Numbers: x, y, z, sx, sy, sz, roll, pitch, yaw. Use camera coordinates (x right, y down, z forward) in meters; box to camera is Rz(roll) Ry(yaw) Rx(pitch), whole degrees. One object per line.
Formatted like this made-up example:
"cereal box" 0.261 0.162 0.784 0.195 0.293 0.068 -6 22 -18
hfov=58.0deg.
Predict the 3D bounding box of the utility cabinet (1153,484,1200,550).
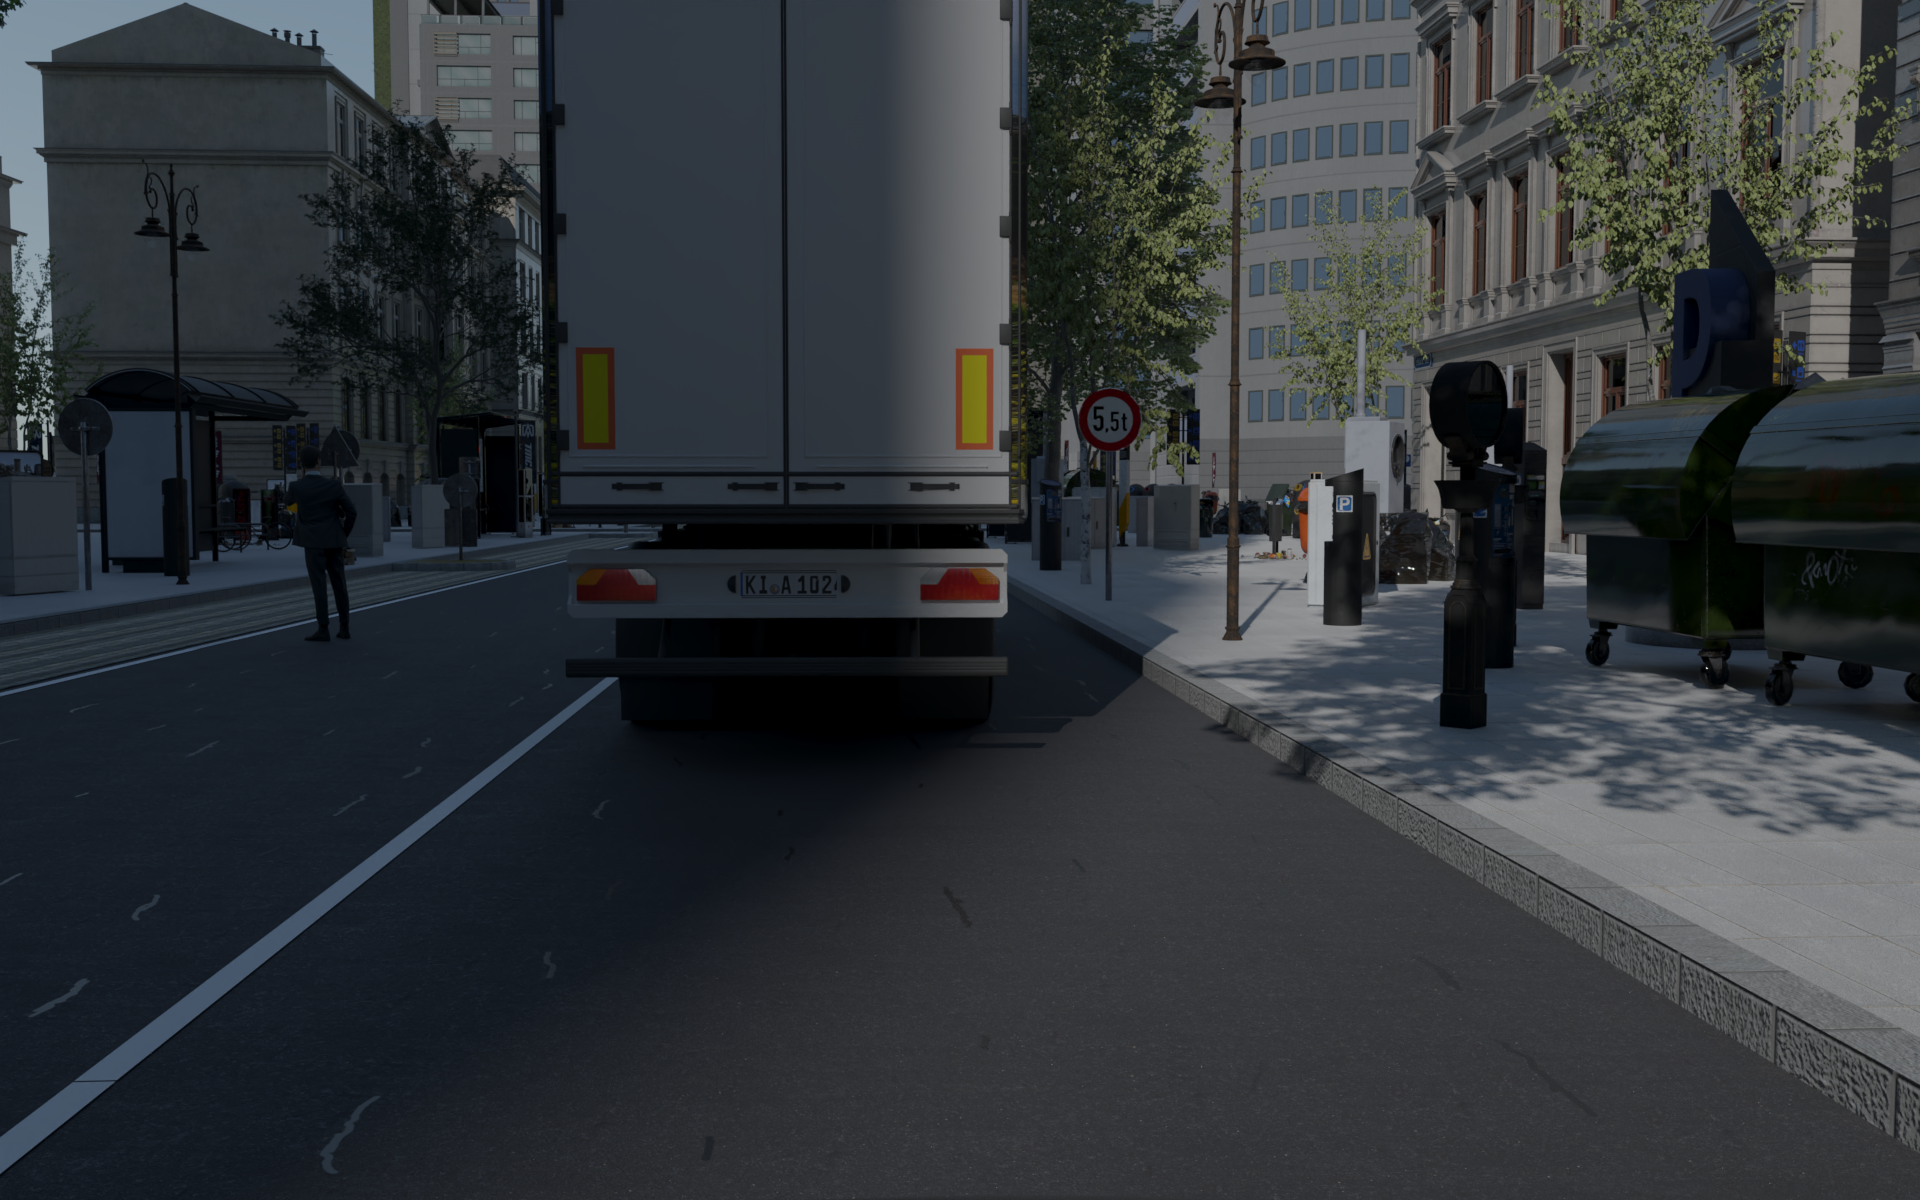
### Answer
"utility cabinet" 4.947 -1.896 39.673 0.318 1.500 1.173 -3 4 -39

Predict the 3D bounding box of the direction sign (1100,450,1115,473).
"direction sign" 6.270 -4.994 73.645 0.876 3.537 0.379 -3 5 -41

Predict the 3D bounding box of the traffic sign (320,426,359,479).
"traffic sign" -12.009 -2.038 33.326 0.884 2.594 0.081 0 4 -1

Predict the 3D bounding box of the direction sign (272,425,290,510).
"direction sign" -22.256 -3.983 57.121 0.379 3.537 0.876 2 4 32

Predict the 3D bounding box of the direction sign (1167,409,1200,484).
"direction sign" 5.947 -3.315 46.193 0.876 3.537 0.379 1 4 9

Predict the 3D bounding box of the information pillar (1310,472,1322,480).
"information pillar" 11.995 -3.298 58.413 0.304 2.012 0.304 -1 4 -17

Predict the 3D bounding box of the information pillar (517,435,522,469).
"information pillar" -16.450 -4.505 65.007 0.504 3.616 0.183 -3 5 -40

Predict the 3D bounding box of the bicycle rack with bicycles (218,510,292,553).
"bicycle rack with bicycles" -16.844 -1.558 38.851 2.925 0.926 2.852 0 4 -2

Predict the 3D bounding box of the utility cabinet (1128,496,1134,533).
"utility cabinet" 5.994 -2.797 56.894 1.020 1.237 0.306 3 5 44

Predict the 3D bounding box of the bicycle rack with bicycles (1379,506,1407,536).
"bicycle rack with bicycles" 13.197 -2.361 51.986 2.925 0.926 2.852 3 5 45

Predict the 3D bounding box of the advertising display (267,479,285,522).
"advertising display" -29.017 -4.194 73.786 0.974 1.923 0.123 0 4 0

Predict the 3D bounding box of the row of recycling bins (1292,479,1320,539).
"row of recycling bins" 10.029 -2.543 48.690 1.069 1.692 3.534 0 4 3

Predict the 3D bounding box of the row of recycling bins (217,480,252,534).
"row of recycling bins" -22.417 -2.792 52.770 1.069 1.692 3.534 -2 4 -33

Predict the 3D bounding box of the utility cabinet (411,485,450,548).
"utility cabinet" -12.605 -1.990 41.218 0.318 1.500 1.173 1 4 15

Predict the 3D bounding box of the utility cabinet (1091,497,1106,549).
"utility cabinet" 2.978 -1.796 40.526 1.020 1.237 0.306 -3 5 -43

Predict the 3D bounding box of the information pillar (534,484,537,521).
"information pillar" -20.419 -5.605 82.988 0.183 3.616 0.504 -2 4 -31

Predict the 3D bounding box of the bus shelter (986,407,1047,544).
"bus shelter" 1.464 -3.445 47.607 1.731 3.624 6.357 0 4 -4

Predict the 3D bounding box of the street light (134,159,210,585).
"street light" -11.024 -3.156 24.382 0.468 5.910 1.993 0 4 -4

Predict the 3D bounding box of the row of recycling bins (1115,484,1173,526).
"row of recycling bins" 7.310 -3.788 69.050 3.534 1.692 1.069 3 5 41

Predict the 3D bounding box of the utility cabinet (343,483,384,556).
"utility cabinet" -12.365 -1.637 35.451 1.173 1.500 0.318 2 4 27

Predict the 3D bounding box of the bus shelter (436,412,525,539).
"bus shelter" -14.420 -3.744 52.489 1.731 3.624 6.357 0 4 -3

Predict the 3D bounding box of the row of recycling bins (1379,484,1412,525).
"row of recycling bins" 18.260 -3.807 69.361 3.534 1.692 1.069 0 4 -6

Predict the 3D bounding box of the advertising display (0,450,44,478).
"advertising display" -13.827 -1.221 25.180 0.123 1.923 0.974 3 5 40

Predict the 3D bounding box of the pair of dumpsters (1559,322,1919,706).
"pair of dumpsters" 5.434 -0.515 10.913 1.574 2.255 4.437 0 4 -4

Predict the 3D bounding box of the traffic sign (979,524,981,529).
"traffic sign" 0.627 -3.328 54.511 0.768 2.556 0.104 0 4 3

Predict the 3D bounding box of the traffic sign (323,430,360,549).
"traffic sign" -12.333 -2.106 34.535 0.768 2.556 0.104 0 4 4

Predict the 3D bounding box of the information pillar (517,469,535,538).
"information pillar" -12.744 -2.830 50.764 0.304 2.012 0.304 3 4 36

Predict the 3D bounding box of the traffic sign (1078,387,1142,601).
"traffic sign" 1.792 -1.265 20.795 0.768 2.556 0.104 0 4 -2

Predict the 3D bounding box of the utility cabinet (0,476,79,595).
"utility cabinet" -11.894 -0.832 22.274 0.318 1.500 1.173 1 4 11

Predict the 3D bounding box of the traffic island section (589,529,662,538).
"traffic island section" -11.115 -2.155 57.514 2.009 0.180 2.903 0 4 -4

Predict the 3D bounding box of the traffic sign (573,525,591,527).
"traffic sign" -14.892 -4.540 68.099 2.265 3.308 0.079 0 4 3

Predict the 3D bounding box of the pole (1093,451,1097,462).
"pole" 6.371 -5.390 81.963 0.158 3.312 0.155 0 3 0

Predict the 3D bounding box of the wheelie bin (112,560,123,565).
"wheelie bin" -15.062 -1.436 31.389 0.693 1.594 0.980 0 4 4

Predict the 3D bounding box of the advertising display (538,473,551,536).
"advertising display" -12.834 -2.962 53.635 0.123 1.923 0.974 0 4 5

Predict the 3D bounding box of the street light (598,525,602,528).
"street light" -13.676 -5.678 65.615 0.468 5.910 1.993 0 4 -4

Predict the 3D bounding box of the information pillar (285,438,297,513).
"information pillar" -27.432 -4.868 70.950 0.504 3.616 0.183 0 4 6

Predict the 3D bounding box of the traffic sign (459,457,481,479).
"traffic sign" -13.457 -2.781 47.597 0.606 2.300 0.079 0 4 3

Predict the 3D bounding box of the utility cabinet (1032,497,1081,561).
"utility cabinet" 1.897 -1.365 33.477 1.020 1.237 0.306 0 4 3

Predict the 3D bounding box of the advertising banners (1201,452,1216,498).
"advertising banners" 10.595 -4.746 73.777 0.090 3.025 2.074 0 4 -7

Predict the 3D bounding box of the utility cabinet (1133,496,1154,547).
"utility cabinet" 4.586 -1.937 42.831 0.306 1.237 1.020 1 4 16

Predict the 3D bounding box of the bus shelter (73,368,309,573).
"bus shelter" -13.356 -2.243 30.592 2.014 3.302 5.546 0 4 -4

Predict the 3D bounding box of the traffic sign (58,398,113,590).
"traffic sign" -11.642 -1.404 23.063 0.768 2.556 0.104 0 4 5

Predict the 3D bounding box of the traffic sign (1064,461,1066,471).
"traffic sign" 2.943 -3.106 52.918 0.606 2.300 0.079 0 4 4

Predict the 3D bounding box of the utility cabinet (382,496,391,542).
"utility cabinet" -15.847 -2.164 46.535 1.020 1.237 0.306 -1 4 -10

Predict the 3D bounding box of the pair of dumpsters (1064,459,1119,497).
"pair of dumpsters" 3.447 -2.839 48.916 1.574 2.255 4.437 0 4 -3

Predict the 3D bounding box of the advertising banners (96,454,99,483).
"advertising banners" -21.264 -2.923 43.974 0.090 3.025 2.074 1 4 13

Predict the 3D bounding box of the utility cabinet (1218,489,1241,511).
"utility cabinet" 11.617 -4.035 74.655 1.173 1.500 0.318 -3 5 -42

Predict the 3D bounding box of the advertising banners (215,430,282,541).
"advertising banners" -19.775 -3.151 47.708 2.074 3.025 0.090 0 4 -4

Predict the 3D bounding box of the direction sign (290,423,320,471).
"direction sign" -20.837 -3.878 55.409 0.876 3.537 0.379 1 4 21

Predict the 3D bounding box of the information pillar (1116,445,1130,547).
"information pillar" 4.009 -3.114 42.269 0.183 3.616 0.504 -1 4 -18

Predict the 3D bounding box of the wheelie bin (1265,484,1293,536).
"wheelie bin" 9.716 -2.735 52.627 0.693 1.594 0.980 -3 5 -41

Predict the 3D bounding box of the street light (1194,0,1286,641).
"street light" 2.394 -2.585 15.046 0.468 5.910 1.993 0 4 -4

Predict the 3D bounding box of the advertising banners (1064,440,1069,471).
"advertising banners" 3.605 -3.625 55.458 0.090 3.025 2.074 -1 4 -11

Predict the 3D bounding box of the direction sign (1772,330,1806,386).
"direction sign" 11.431 -1.962 24.073 0.876 3.537 0.379 -2 4 -31

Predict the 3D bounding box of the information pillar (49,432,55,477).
"information pillar" -34.245 -4.528 65.382 0.183 3.616 0.504 -1 4 -18

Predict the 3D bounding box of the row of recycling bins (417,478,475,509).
"row of recycling bins" -13.326 -2.296 44.646 1.069 1.692 3.534 -2 4 -29
